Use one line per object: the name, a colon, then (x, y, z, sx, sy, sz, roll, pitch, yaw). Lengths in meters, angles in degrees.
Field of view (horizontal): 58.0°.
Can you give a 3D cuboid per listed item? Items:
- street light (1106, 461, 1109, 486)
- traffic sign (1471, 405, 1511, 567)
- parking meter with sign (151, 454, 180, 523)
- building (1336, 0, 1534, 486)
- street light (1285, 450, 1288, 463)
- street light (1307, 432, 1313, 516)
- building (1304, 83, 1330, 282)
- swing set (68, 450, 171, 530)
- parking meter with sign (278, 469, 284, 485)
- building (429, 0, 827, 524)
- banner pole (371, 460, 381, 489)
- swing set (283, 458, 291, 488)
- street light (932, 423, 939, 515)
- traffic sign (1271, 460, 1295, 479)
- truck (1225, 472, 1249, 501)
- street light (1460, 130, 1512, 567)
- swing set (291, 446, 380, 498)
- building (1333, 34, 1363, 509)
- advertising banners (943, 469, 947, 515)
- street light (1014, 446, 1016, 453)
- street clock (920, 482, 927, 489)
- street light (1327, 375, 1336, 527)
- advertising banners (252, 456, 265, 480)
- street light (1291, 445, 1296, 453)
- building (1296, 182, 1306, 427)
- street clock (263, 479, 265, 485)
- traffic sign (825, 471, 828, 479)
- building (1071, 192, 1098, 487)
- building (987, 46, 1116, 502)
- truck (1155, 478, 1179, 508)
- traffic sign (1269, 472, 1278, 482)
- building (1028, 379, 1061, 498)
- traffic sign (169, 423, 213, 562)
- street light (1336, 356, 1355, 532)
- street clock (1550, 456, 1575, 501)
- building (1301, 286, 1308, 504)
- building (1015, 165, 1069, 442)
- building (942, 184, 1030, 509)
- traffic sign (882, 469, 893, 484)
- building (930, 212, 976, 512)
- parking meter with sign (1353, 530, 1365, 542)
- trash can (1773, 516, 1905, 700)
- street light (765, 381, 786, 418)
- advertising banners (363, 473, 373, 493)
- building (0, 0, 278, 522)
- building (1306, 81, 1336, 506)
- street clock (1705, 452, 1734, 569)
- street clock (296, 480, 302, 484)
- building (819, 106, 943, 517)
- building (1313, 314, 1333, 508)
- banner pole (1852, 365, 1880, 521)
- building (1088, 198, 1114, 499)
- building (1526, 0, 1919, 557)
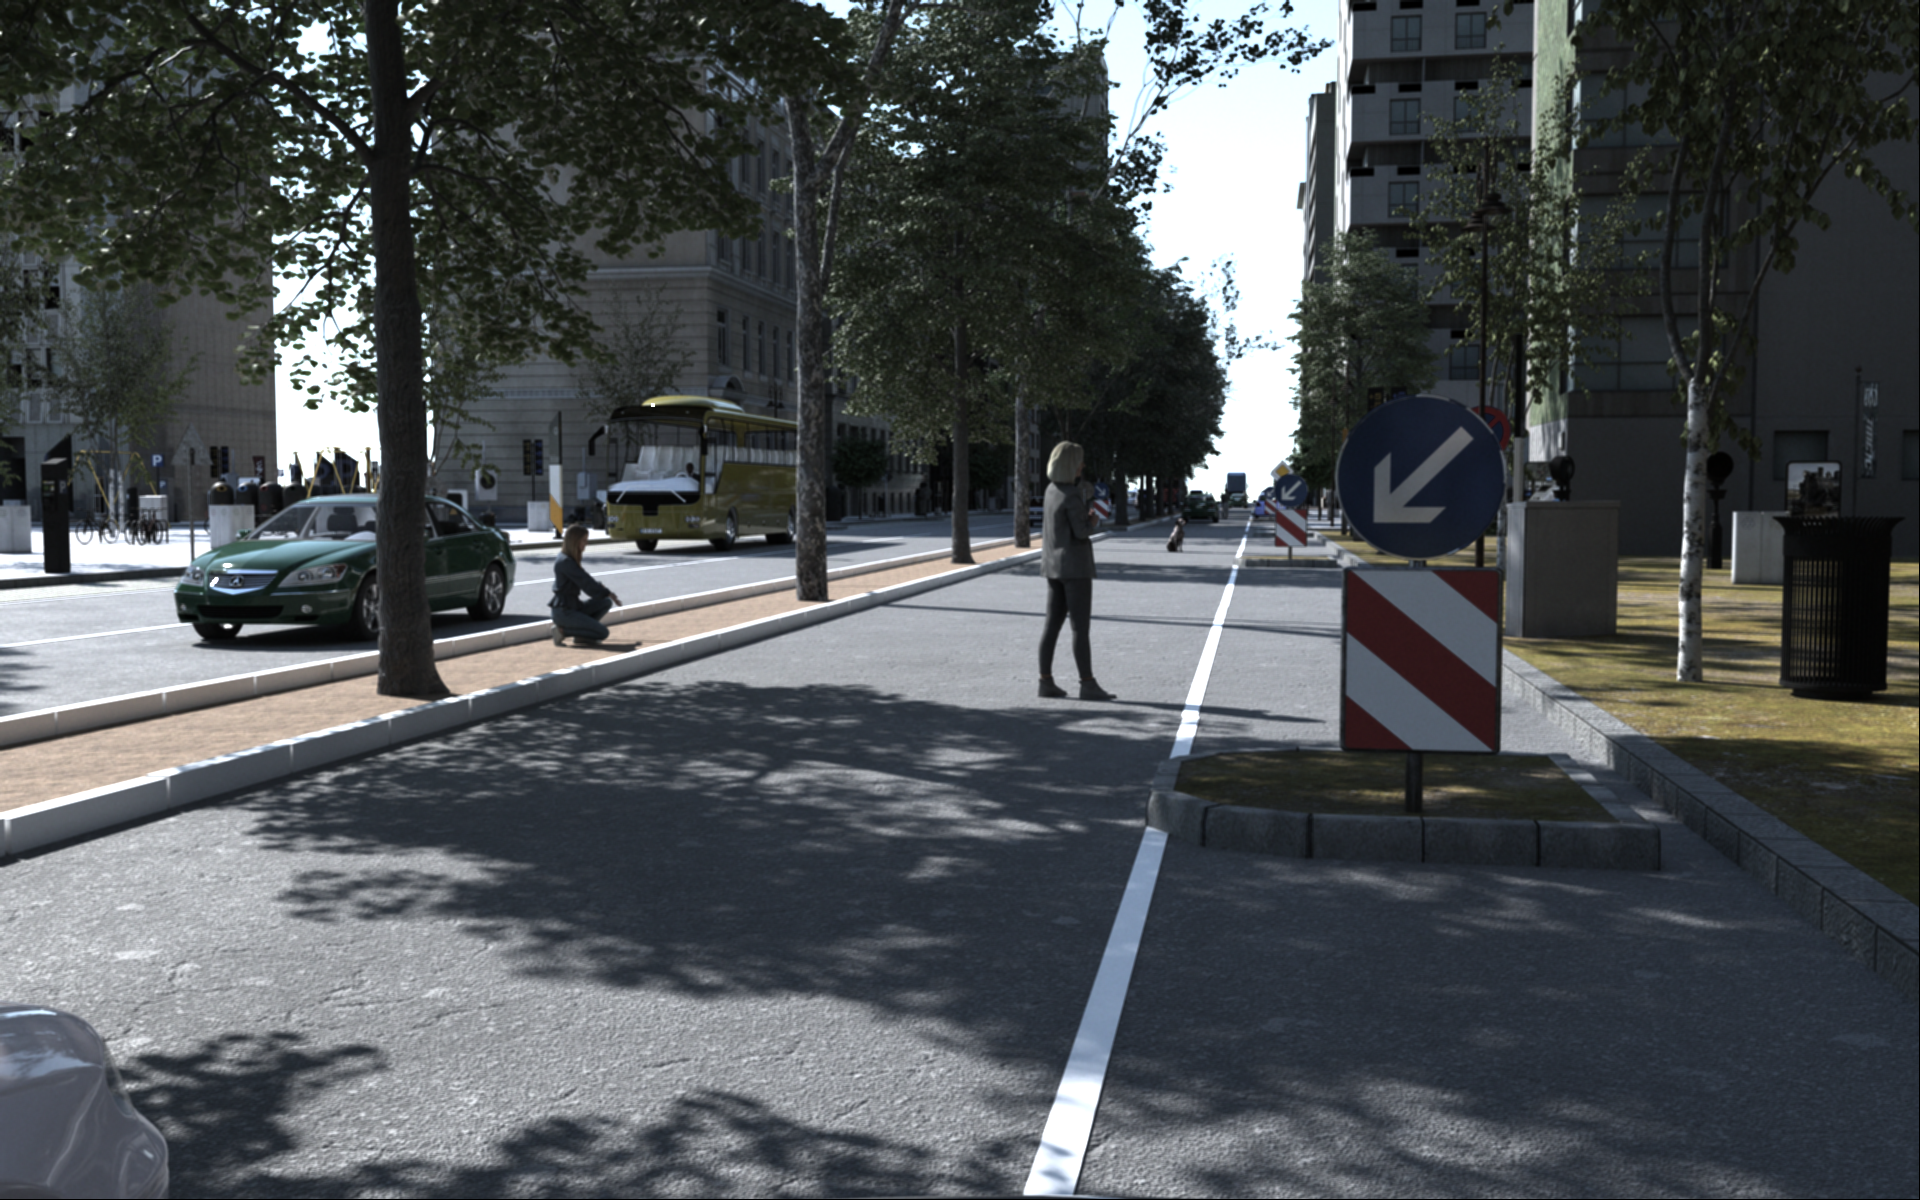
street light: (19.412, -15.595, 227.772, 0.468, 5.910, 1.993, 1, 4, 10)
traffic sign: (7.534, -1.522, 24.985, 0.768, 2.556, 0.104, 1, 4, 17)
parking meter with sign: (-35.216, -4.931, 76.882, 0.543, 3.016, 1.738, 0, 4, -1)
building: (41.014, -32.667, 123.345, 28.713, 52.752, 27.495, 1, 4, 10)
street light: (33.876, -12.669, 179.929, 0.468, 5.910, 1.993, 1, 4, 10)
street light: (20.793, -7.991, 103.443, 0.468, 5.910, 1.993, 1, 4, 10)
building: (61.083, -43.521, 253.560, 21.231, 58.520, 28.212, 1, 4, 10)
swing set: (-31.133, -4.018, 63.322, 2.862, 2.851, 3.119, 1, 4, 12)
parking meter with sign: (-47.468, -7.552, 119.729, 1.738, 3.016, 0.543, 2, 4, 32)
building: (-15.161, -18.222, 83.827, 13.634, 28.700, 20.117, 1, 4, 10)
banner pole: (-38.598, -7.635, 114.842, 0.863, 3.779, 0.401, -1, 4, -11)
swing set: (-22.923, -3.978, 62.662, 3.119, 2.851, 2.862, 1, 4, 15)
street light: (-1.518, -8.170, 106.364, 0.468, 5.910, 1.993, 1, 4, 10)
traffic sign: (10.977, -3.467, 58.875, 0.795, 2.593, 0.064, 1, 4, 10)
truck: (32.765, -13.232, 206.100, 2.967, 4.110, 18.799, 1, 4, 10)
street light: (6.791, -3.040, 22.495, 0.468, 5.910, 1.993, 1, 4, 10)
swing set: (-20.052, -3.698, 58.074, 2.862, 2.851, 3.119, 2, 4, 27)
building: (40.129, -28.716, 153.106, 14.154, 41.232, 14.086, 1, 4, 10)
advertising banners: (-0.934, -6.923, 109.384, 0.090, 3.025, 2.074, 0, 4, -6)
street light: (4.636, -10.344, 141.907, 0.468, 5.910, 1.993, 1, 4, 10)
street clock: (-2.200, -6.099, 104.285, 0.358, 2.002, 0.471, -3, 4, -36)
street light: (14.563, -5.798, 67.589, 0.468, 5.910, 1.993, 1, 4, 10)
advertising banners: (-31.565, -5.130, 80.069, 2.074, 3.025, 0.090, -1, 4, -19)
street light: (27.792, -10.487, 144.250, 0.468, 5.910, 1.993, 1, 4, 10)
building: (69.068, -42.284, 280.576, 28.713, 52.752, 27.495, 1, 4, 10)
street clock: (-30.927, -4.400, 76.512, 0.471, 2.002, 0.358, 2, 4, 31)
traffic sign: (-5.696, -4.139, 69.856, 0.795, 2.593, 0.064, 1, 4, 10)
building: (7.905, -36.162, 245.871, 22.147, 44.769, 28.867, 1, 4, 10)
building: (15.785, -51.686, 283.322, 20.563, 71.187, 20.611, 1, 4, 10)
truck: (21.281, -11.397, 175.259, 2.839, 4.237, 11.283, 0, 4, 8)
traffic sign: (12.331, -3.948, 66.745, 0.795, 2.593, 0.064, 1, 4, 10)
building: (-4.225, -21.113, 190.232, 27.650, 21.520, 28.899, 1, 4, 10)
traffic sign: (-14.044, -1.934, 31.633, 0.884, 2.594, 0.081, 1, 4, 11)
street light: (12.985, -5.220, 58.131, 0.468, 5.910, 1.993, 1, 4, 10)
street clock: (11.465, -1.740, 33.015, 0.471, 2.002, 0.358, -3, 4, -37)
building: (53.333, -28.294, 234.315, 14.160, 30.474, 14.107, 1, 4, 10)
building: (5.678, -32.178, 209.699, 14.154, 41.232, 14.086, 1, 4, 10)
building: (-1.111, -24.217, 167.647, 14.160, 30.474, 14.107, 1, 4, 10)
traffic sign: (-3.946, -5.663, 92.320, 0.795, 2.593, 0.064, 1, 4, 19)
building: (-6.106, -18.448, 131.310, 12.332, 23.373, 15.834, 1, 4, 10)
parking meter with sign: (11.260, -3.119, 47.254, 0.543, 3.016, 1.738, 2, 4, 35)
trash can: (5.538, 0.042, 10.962, 0.748, 1.137, 0.748, 0, 3, 0)
street light: (-7.514, -5.990, 70.732, 0.468, 5.910, 1.993, 1, 4, 10)
advertising banners: (-47.158, -8.794, 139.964, 2.074, 3.025, 0.090, -2, 4, -35)
building: (-46.151, -16.325, 84.932, 19.932, 24.808, 12.078, 1, 4, 10)
building: (51.170, -35.184, 198.952, 21.300, 48.544, 21.600, 1, 4, 10)
street clock: (12.928, -1.532, 29.623, 0.471, 2.002, 0.358, 0, 4, 0)
street clock: (-34.721, -5.285, 90.974, 0.358, 2.002, 0.471, 0, 4, -5)
building: (-11.652, -16.852, 108.810, 16.112, 22.955, 30.059, 1, 4, 10)
building: (50.246, -20.142, 174.364, 27.650, 21.520, 28.899, 1, 4, 10)
banner pole: (17.689, -2.685, 33.910, 0.863, 3.779, 0.401, -2, 4, -27)
building: (16.020, -37.686, 266.271, 14.600, 45.320, 14.200, 1, 4, 10)
building: (20.861, -21.854, 40.914, 14.154, 41.232, 14.086, 1, 4, 10)
